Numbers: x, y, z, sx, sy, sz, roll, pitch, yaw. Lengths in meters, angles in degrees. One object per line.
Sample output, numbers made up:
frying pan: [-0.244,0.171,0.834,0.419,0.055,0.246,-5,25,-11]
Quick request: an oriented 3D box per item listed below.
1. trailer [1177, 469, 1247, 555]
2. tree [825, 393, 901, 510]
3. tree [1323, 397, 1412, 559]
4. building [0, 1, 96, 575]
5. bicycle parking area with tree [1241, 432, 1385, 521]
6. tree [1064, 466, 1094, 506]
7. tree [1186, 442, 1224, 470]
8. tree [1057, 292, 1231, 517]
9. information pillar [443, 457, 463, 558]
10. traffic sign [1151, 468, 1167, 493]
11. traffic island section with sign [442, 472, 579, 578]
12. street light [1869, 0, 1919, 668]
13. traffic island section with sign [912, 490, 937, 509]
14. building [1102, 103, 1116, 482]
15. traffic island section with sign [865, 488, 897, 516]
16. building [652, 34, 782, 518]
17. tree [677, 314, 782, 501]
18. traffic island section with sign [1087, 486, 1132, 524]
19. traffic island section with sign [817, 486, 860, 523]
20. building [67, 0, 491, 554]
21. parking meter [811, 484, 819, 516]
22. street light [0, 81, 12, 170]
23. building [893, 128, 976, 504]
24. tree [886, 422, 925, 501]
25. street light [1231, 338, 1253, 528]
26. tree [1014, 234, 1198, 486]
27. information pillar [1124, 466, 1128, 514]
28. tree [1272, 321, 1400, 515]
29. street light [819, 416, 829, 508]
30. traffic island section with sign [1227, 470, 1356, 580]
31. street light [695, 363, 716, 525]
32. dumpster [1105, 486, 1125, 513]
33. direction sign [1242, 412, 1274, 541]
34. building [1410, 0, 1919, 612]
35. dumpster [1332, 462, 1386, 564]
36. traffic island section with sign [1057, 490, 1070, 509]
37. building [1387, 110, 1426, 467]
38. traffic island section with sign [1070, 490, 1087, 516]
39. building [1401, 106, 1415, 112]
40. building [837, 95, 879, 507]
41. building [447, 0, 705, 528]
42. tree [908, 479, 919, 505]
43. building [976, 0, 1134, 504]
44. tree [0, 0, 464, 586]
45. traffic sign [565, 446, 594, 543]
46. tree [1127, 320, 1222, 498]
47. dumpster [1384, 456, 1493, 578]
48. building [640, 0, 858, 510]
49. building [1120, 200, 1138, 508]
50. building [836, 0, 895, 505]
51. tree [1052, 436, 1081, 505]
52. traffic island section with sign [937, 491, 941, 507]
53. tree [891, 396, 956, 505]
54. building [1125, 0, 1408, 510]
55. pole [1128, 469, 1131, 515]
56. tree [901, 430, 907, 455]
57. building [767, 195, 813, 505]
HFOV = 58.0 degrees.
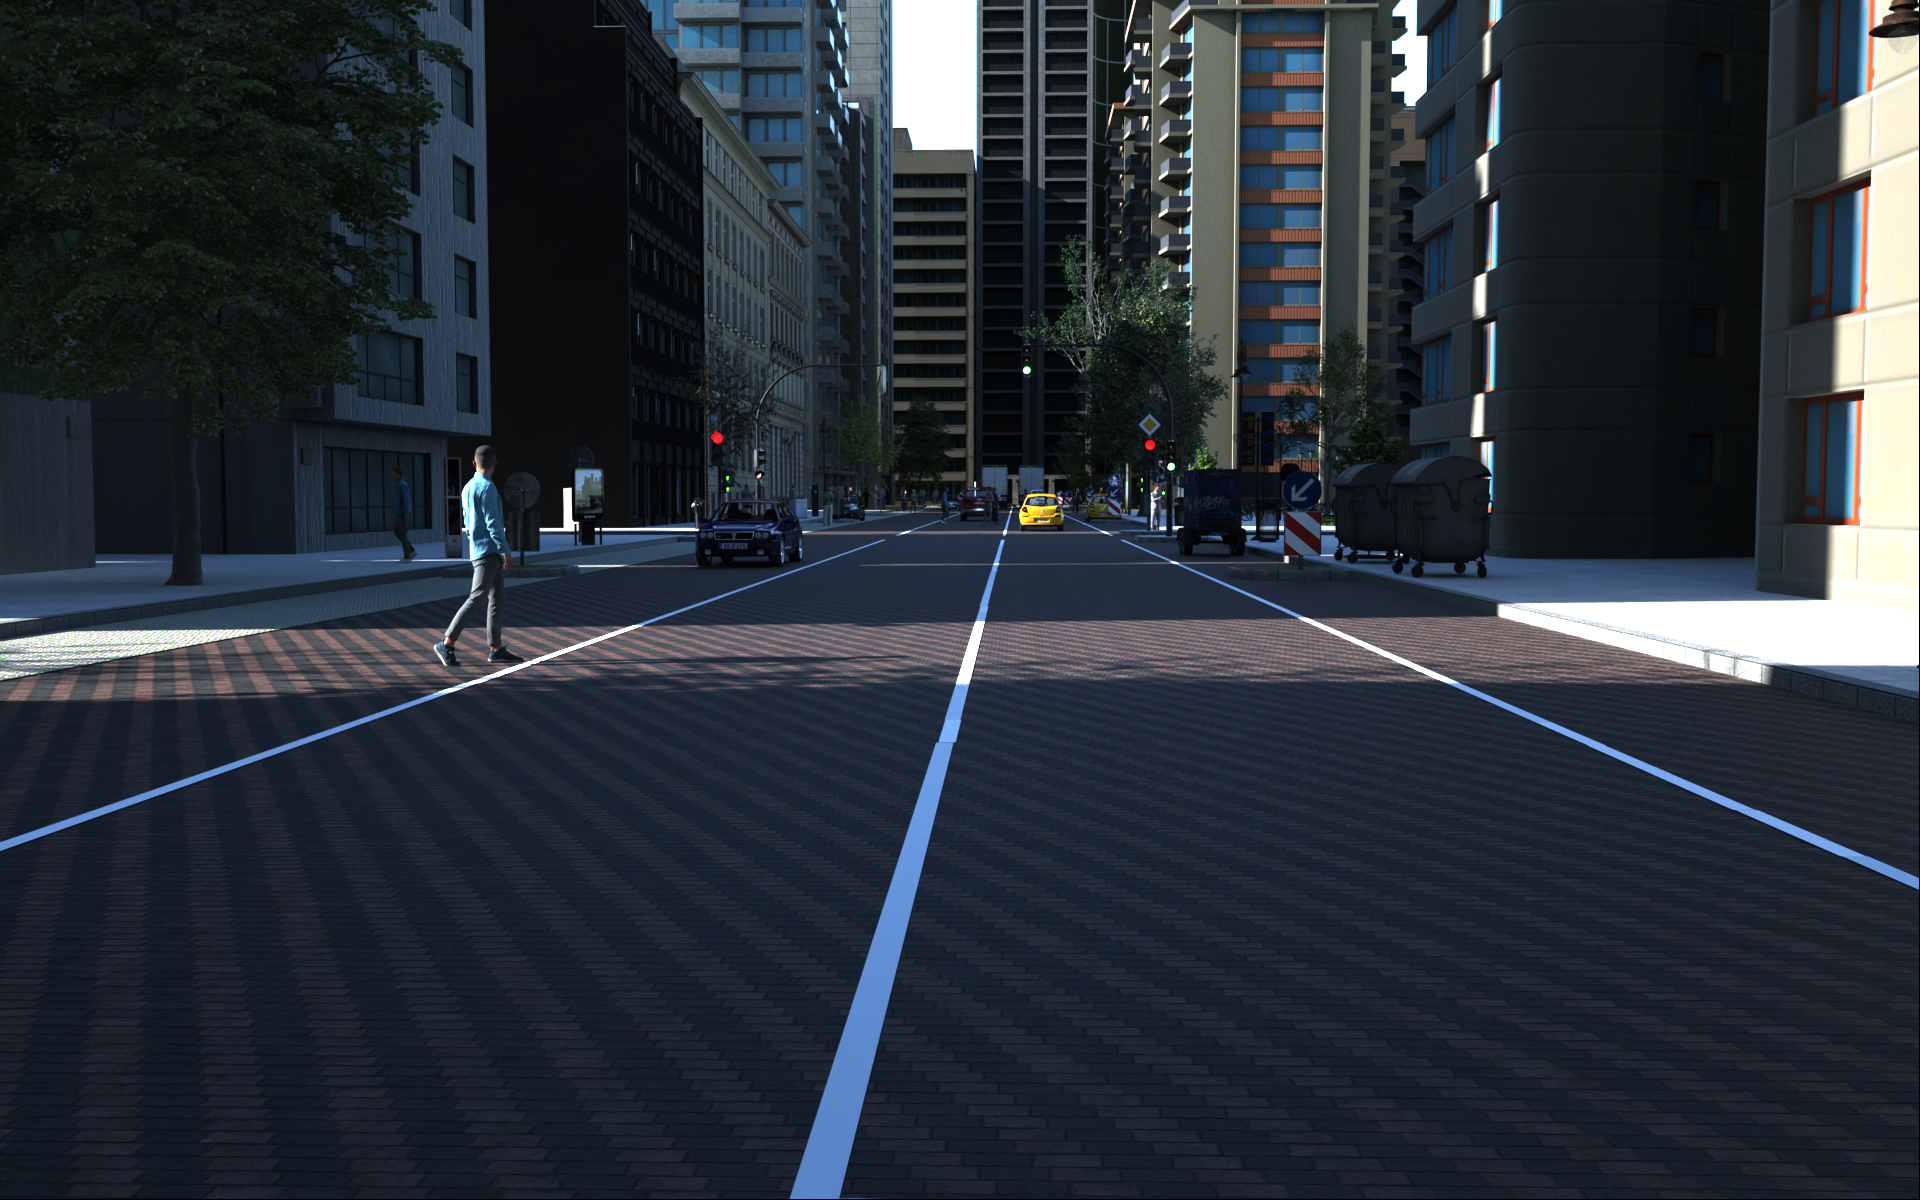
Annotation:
trailer: [5.927,-2.108,41.518,1.471,1.999,3.904,0,3,0]
tree: [-7.405,-10.600,123.671,4.737,8.622,4.395,0,3,0]
tree: [8.093,-2.456,34.751,1.663,3.219,1.824,0,3,0]
building: [-22.291,-20.716,22.307,14.154,41.232,14.086,0,4,2]
bicycle parking area with tree: [17.447,-5.822,82.188,9.016,4.147,8.231,-3,4,-38]
tree: [13.371,-12.888,194.439,4.285,4.588,4.351,0,3,0]
tree: [9.292,-4.276,64.521,1.663,3.219,1.824,0,3,0]
tree: [10.466,-11.082,98.192,9.611,12.733,9.660,0,3,0]
information pillar: [-10.226,-1.862,34.930,0.304,2.012,0.304,-2,4,-25]
traffic sign: [9.543,-5.078,83.134,0.768,2.556,0.104,1,4,9]
traffic island section with sign: [-7.773,-1.326,30.309,1.989,1.847,2.006,0,4,2]
street light: [7.151,-2.433,12.576,0.468,5.910,1.993,0,4,2]
traffic island section with sign: [-3.481,-9.453,163.176,1.989,1.847,2.006,0,4,2]
building: [27.266,-32.858,191.858,22.147,44.769,28.867,0,4,2]
traffic island section with sign: [-5.110,-6.362,112.648,1.989,1.847,2.006,0,4,2]
building: [-19.812,-16.045,95.620,16.112,22.955,30.059,0,4,2]
tree: [-9.507,-7.421,71.701,4.360,8.622,3.978,0,3,0]
traffic island section with sign: [7.429,-4.679,85.129,1.989,1.847,2.006,0,4,2]
traffic island section with sign: [-5.982,-4.714,85.707,1.989,1.847,2.006,0,4,2]
building: [-19.900,-16.592,42.977,14.107,30.474,14.160,0,4,2]
parking meter: [-8.367,-5.761,99.897,0.399,1.863,0.255,-1,4,-15]
street light: [-10.477,-2.767,18.025,0.468,5.910,1.993,0,4,2]
building: [-8.441,-37.215,232.172,21.600,48.544,21.300,0,4,2]
tree: [-5.582,-13.539,171.732,4.360,8.622,3.978,0,3,0]
street light: [8.363,-4.820,51.599,0.468,5.910,1.993,0,4,2]
tree: [10.217,-16.636,127.893,12.611,20.169,13.585,0,3,0]
information pillar: [10.927,-7.475,113.562,0.183,3.616,0.504,2,4,26]
tree: [20.102,-9.705,93.087,7.601,10.594,8.767,1,4,17]
street light: [-7.861,-7.796,100.252,0.468,5.910,1.993,0,4,2]
traffic island section with sign: [5.644,-1.292,29.758,1.989,1.847,2.006,0,4,2]
street light: [-9.005,-5.418,61.373,0.468,5.910,1.993,0,4,2]
dumpster: [10.327,-6.707,115.424,1.264,1.857,1.865,0,4,2]
direction sign: [8.223,-3.417,47.858,0.876,3.537,0.379,0,4,1]
building: [24.551,-11.175,27.756,27.650,21.520,28.899,0,4,2]
dumpster: [7.765,-1.638,32.534,1.264,1.857,1.865,0,4,2]
traffic island section with sign: [9.915,-9.396,162.245,1.989,1.847,2.006,0,4,2]
building: [46.084,-33.597,199.415,14.200,45.320,14.600,0,4,2]
traffic island section with sign: [8.291,-6.327,112.071,1.989,1.847,2.006,0,4,2]
building: [59.389,-39.434,233.988,27.495,52.752,28.713,0,4,2]
building: [-15.726,-29.954,173.348,14.154,41.232,14.086,0,4,2]
building: [-18.253,-14.853,72.523,12.332,23.373,15.834,0,4,2]
tree: [-5.496,-12.892,205.392,1.663,3.219,1.824,0,3,0]
building: [12.648,-48.463,230.621,20.611,71.187,20.563,0,4,2]
tree: [-10.996,-6.507,24.509,7.486,12.596,7.792,0,3,0]
traffic sign: [-10.063,-2.795,45.804,0.768,2.556,0.104,0,4,4]
tree: [9.211,-7.548,73.774,4.360,8.622,3.978,0,3,0]
dumpster: [7.541,-1.308,27.149,1.264,1.857,1.865,0,4,2]
building: [-21.499,-32.504,151.054,23.786,49.044,30.456,0,4,2]
building: [22.749,-24.421,170.981,14.160,30.474,14.107,0,4,2]
building: [-18.489,-46.458,197.833,20.611,71.187,20.563,0,4,2]
tree: [13.439,-15.947,211.089,4.737,8.622,4.395,0,3,0]
traffic island section with sign: [-2.607,-11.110,190.277,1.989,1.847,2.006,0,4,2]
tree: [-4.198,-17.202,199.386,7.486,12.596,7.792,0,3,0]
building: [25.473,-30.237,148.998,22.147,44.769,28.867,0,4,2]
pole: [10.371,-6.855,105.921,0.158,3.312,0.155,0,3,0]
tree: [-6.597,-11.666,141.106,4.737,8.622,4.395,0,3,0]
building: [-16.893,-17.873,121.108,11.050,23.489,19.941,0,4,2]
